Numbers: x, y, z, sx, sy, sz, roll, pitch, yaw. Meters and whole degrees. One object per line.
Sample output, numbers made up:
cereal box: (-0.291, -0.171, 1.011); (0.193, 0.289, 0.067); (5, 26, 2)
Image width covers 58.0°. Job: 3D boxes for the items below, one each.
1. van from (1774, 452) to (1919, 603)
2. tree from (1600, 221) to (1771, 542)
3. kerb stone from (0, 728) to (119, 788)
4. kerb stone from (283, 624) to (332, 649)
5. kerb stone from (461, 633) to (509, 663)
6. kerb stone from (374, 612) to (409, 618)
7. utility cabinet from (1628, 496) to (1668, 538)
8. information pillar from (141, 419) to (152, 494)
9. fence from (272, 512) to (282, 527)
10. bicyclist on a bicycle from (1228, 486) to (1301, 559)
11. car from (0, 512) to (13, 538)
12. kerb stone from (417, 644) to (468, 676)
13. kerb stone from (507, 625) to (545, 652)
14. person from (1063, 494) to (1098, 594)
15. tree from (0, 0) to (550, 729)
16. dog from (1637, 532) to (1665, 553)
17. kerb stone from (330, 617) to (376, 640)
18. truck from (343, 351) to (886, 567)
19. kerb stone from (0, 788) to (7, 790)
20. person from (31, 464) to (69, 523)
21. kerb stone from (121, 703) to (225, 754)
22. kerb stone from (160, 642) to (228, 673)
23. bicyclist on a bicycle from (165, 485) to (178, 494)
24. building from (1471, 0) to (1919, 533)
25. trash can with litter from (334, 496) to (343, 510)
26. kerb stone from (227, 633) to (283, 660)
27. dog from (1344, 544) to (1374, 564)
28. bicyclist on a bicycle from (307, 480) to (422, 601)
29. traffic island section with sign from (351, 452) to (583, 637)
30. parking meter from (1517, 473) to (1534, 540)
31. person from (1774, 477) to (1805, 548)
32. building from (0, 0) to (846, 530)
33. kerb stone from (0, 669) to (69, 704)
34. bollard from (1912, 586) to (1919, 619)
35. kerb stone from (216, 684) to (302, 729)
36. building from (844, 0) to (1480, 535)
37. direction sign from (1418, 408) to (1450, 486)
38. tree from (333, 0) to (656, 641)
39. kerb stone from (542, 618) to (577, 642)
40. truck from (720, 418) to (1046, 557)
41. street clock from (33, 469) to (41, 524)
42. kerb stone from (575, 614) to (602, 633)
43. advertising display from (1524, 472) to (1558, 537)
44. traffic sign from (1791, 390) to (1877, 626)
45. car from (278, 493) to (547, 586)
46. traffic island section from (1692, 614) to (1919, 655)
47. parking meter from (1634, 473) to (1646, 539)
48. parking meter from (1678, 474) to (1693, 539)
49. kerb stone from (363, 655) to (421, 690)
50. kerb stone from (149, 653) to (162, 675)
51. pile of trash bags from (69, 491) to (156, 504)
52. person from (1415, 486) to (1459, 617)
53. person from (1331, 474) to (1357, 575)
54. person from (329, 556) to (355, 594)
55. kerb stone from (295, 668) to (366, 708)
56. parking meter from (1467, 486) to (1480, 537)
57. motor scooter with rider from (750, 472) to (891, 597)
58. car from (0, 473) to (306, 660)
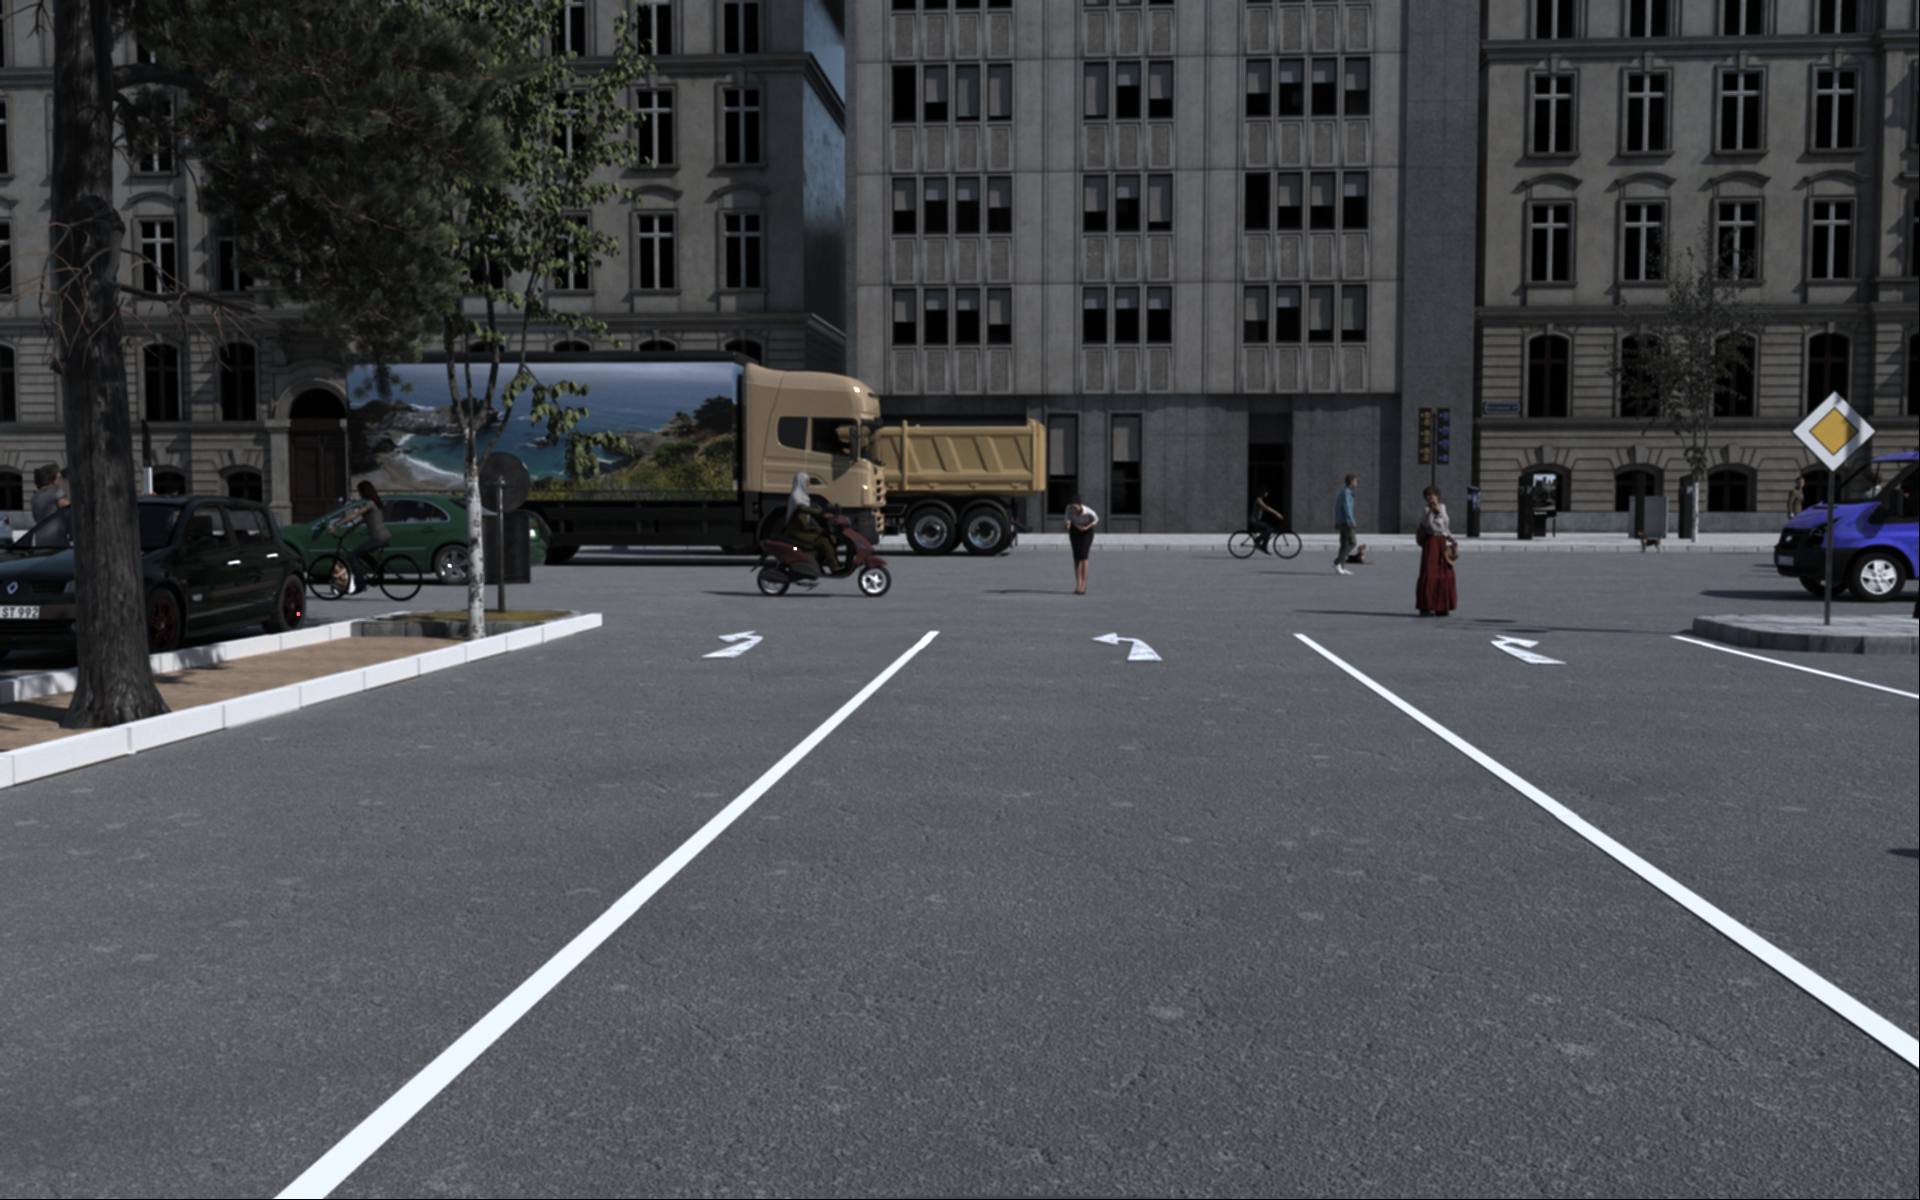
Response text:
van: (13.926, -1.168, 23.484); (5.245, 2.365, 2.240); (0, 4, 5)
tree: (19.399, -5.852, 46.045); (4.360, 8.622, 3.978); (0, 3, 0)
kerb stone: (-4.666, 0.807, 9.006); (0.120, 0.150, 1.000); (0, 4, 4)
kerb stone: (-6.220, 0.366, 16.322); (0.120, 0.150, 1.000); (0, 4, 4)
kerb stone: (-4.201, 0.430, 15.165); (0.120, 0.150, 1.000); (0, 4, 4)
kerb stone: (-6.061, 0.234, 18.367); (0.120, 0.150, 1.000); (0, 4, 4)
utility cabinet: (20.082, -2.408, 50.536); (1.020, 1.237, 0.306); (2, 4, 34)
information pillar: (-25.220, -3.816, 53.748); (0.504, 3.616, 0.183); (3, 5, 43)
fence: (-23.145, -2.522, 56.614); (2.069, 0.683, 0.278); (0, 4, 3)
bicyclist on a bicycle: (6.759, -1.734, 38.370); (1.625, 1.676, 1.499); (0, 4, 6)
car: (-24.269, -1.702, 39.831); (4.499, 1.417, 2.014); (0, 4, 4)
kerb stone: (-4.277, 0.497, 14.143); (0.120, 0.150, 1.000); (0, 4, 4)
kerb stone: (-4.123, 0.367, 16.188); (0.120, 0.150, 1.000); (0, 4, 4)
person: (1.675, -0.798, 24.737); (0.628, 1.438, 0.799); (-1, 4, -16)
tree: (-5.339, -5.255, 10.425); (6.751, 12.117, 7.091); (0, 3, 0)
dog: (16.839, -1.402, 42.216); (0.540, 0.507, 0.406); (-2, 4, -33)
kerb stone: (-6.140, 0.297, 17.344); (0.120, 0.150, 1.000); (0, 4, 4)
truck: (-6.538, -2.834, 35.246); (11.283, 4.237, 2.839); (0, 4, 4)
kerb stone: (-4.733, 0.870, 7.982); (0.120, 0.150, 1.000); (0, 4, 4)
person: (-10.490, -0.701, 20.314); (0.716, 1.782, 0.532); (1, 4, 21)
kerb stone: (-4.582, 0.745, 10.035); (0.120, 0.150, 1.000); (0, 4, 4)
kerb stone: (-6.366, 0.484, 14.276); (0.120, 0.150, 1.000); (0, 4, 4)
bicyclist on a bicycle: (-15.917, -1.537, 35.148); (1.625, 1.676, 1.499); (0, 4, 6)
building: (34.442, -14.768, 60.539); (34.723, 24.649, 14.460); (0, 4, 4)
trash can with litter: (-18.749, -2.543, 52.629); (1.678, 1.210, 2.233); (-1, 4, -18)
kerb stone: (-6.297, 0.422, 15.299); (0.120, 0.150, 1.000); (0, 4, 4)
dog: (8.140, -0.949, 35.705); (0.550, 0.427, 0.748); (-1, 4, -18)
bicyclist on a bicycle: (-7.984, -0.804, 23.171); (1.625, 1.676, 1.499); (0, 4, 6)
traffic island section with sign: (-5.018, -0.612, 18.151); (2.006, 1.907, 1.989); (0, 4, 4)
parking meter: (15.977, -2.644, 48.942); (0.399, 1.863, 0.255); (-2, 4, -31)
person: (19.730, -1.991, 40.965); (0.836, 1.842, 0.656); (1, 4, 11)
building: (-21.688, -15.015, 64.582); (34.723, 24.649, 14.460); (0, 4, 4)
kerb stone: (-6.516, 0.610, 12.229); (0.120, 0.150, 1.000); (0, 4, 4)
bollard: (9.953, -0.111, 17.859); (0.229, 0.601, 0.229); (0, 3, 0)
kerb stone: (-4.501, 0.685, 11.058); (0.120, 0.150, 1.000); (0, 4, 4)
building: (6.673, -14.843, 60.707); (19.932, 24.808, 12.078); (0, 4, 4)
direction sign: (12.453, -3.276, 45.567); (0.876, 3.537, 0.379); (-1, 4, -14)
tree: (-4.675, -3.884, 16.331); (4.737, 8.622, 4.395); (0, 3, 0)
kerb stone: (-4.038, 0.306, 17.212); (0.120, 0.150, 1.000); (0, 4, 4)
truck: (-2.917, -2.764, 41.115); (9.791, 3.379, 3.469); (0, 4, 5)
street clock: (-26.237, -2.743, 49.419); (0.358, 2.002, 0.471); (-1, 4, -21)
kerb stone: (-3.970, 0.252, 18.241); (0.120, 0.150, 1.000); (0, 4, 4)
advertising display: (17.346, -2.850, 51.815); (0.974, 1.923, 0.123); (0, 4, 7)
traffic sign: (8.454, -0.807, 16.830); (0.795, 2.450, 0.064); (0, 4, 4)
car: (-9.201, -0.991, 27.995); (4.920, 1.459, 2.131); (0, 4, 4)
traffic island section: (8.478, 0.329, 16.906); (2.009, 0.180, 2.903); (0, 4, 4)
parking meter: (19.381, -2.670, 49.361); (0.255, 1.863, 0.399); (1, 4, 21)
parking meter: (20.846, -2.690, 49.688); (0.399, 1.863, 0.255); (-1, 4, -10)
kerb stone: (-4.355, 0.561, 13.110); (0.120, 0.150, 1.000); (0, 4, 4)
kerb stone: (-6.456, 0.547, 13.253); (0.120, 0.150, 1.000); (0, 4, 4)
pile of trash bags: (-28.059, -2.866, 56.617); (3.447, 1.369, 1.912); (-2, 4, -32)
person: (5.558, -0.566, 20.225); (0.523, 1.526, 0.387); (-2, 4, -31)
person: (6.804, -1.336, 30.688); (0.444, 1.785, 0.601); (1, 4, 8)
person: (-8.839, -0.354, 24.756); (0.357, 0.543, 0.381); (-2, 4, -25)
kerb stone: (-4.428, 0.621, 12.081); (0.120, 0.150, 1.000); (0, 4, 4)
parking meter: (15.269, -2.635, 51.496); (0.372, 1.533, 0.369); (0, 3, 0)
motor scooter with rider: (-1.953, -0.928, 24.130); (1.986, 1.779, 0.876); (0, 4, 3)
car: (-7.573, -0.379, 15.985); (2.009, 1.686, 4.222); (0, 4, 3)
